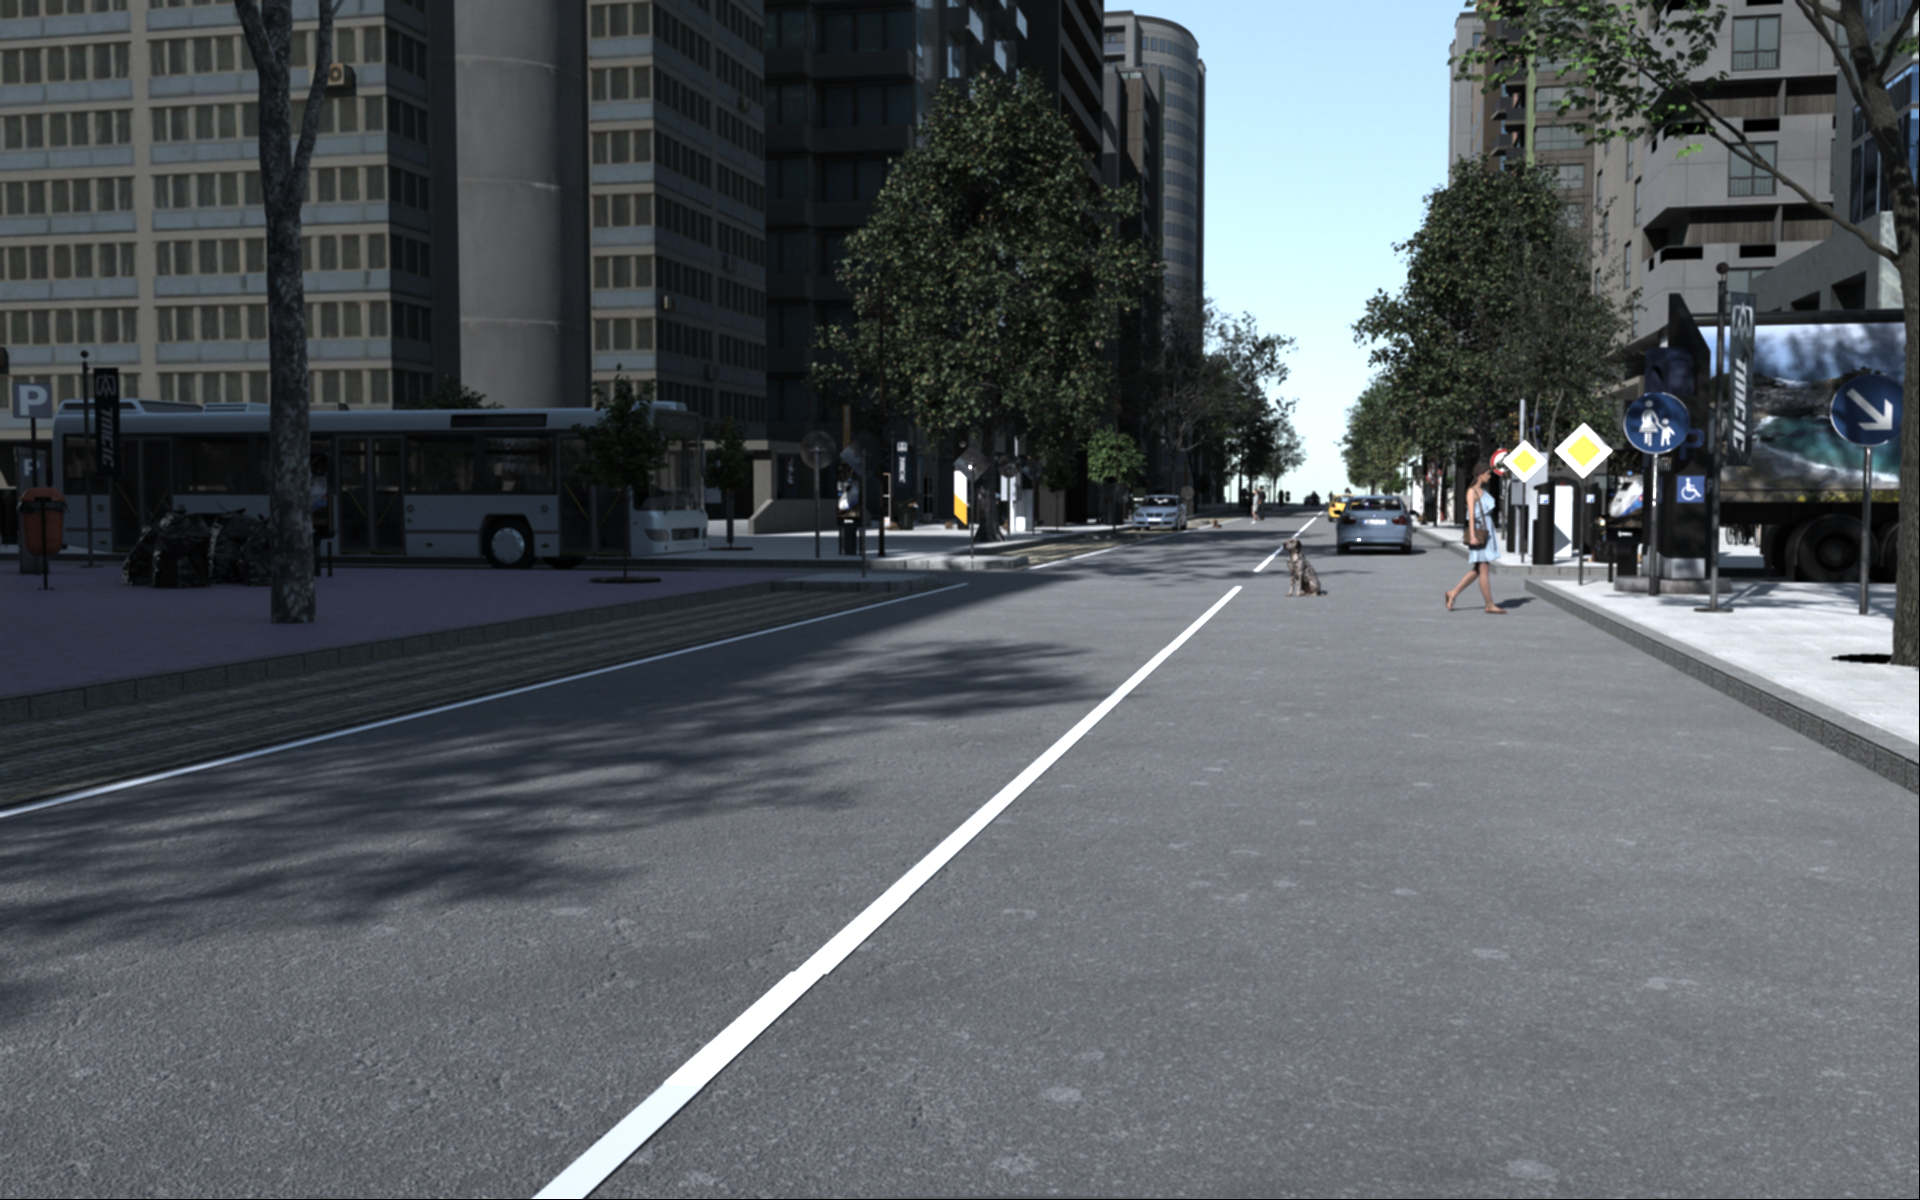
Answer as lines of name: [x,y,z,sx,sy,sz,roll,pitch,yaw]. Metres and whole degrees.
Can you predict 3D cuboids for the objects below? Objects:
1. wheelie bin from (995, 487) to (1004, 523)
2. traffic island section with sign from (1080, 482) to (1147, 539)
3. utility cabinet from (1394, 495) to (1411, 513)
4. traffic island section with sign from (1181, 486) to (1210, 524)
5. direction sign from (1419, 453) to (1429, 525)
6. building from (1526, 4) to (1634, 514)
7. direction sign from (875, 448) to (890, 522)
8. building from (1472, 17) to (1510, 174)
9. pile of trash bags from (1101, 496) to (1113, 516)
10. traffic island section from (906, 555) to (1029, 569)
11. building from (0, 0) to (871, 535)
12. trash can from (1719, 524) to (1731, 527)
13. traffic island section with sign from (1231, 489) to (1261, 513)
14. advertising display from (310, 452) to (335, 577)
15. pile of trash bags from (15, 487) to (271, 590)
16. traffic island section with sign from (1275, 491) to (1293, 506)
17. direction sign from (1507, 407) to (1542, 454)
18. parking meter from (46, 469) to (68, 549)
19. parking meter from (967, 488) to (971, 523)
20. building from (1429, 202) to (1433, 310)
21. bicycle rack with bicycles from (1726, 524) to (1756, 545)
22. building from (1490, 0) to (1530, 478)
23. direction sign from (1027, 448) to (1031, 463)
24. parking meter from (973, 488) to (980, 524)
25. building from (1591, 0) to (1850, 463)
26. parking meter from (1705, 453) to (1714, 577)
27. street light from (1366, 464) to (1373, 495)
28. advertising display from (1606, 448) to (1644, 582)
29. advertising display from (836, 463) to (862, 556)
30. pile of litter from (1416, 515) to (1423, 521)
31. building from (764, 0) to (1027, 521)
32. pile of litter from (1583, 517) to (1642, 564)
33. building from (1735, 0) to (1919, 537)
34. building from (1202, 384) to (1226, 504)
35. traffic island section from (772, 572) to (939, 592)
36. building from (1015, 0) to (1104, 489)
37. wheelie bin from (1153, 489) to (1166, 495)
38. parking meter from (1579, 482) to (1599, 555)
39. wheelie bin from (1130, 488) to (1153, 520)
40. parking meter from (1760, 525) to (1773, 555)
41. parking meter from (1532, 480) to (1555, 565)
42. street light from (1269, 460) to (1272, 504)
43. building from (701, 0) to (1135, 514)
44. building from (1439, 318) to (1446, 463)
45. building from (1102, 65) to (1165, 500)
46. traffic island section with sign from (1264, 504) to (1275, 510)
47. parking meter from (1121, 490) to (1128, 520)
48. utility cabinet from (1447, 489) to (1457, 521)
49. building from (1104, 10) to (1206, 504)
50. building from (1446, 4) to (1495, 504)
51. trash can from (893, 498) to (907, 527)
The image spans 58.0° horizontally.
wheelie bin: [1.492,-4.097,74.895,0.693,1.594,0.980,-2,4,-29]
traffic island section with sign: [5.012,-2.905,56.128,1.989,1.847,2.006,1,4,12]
utility cabinet: [26.510,-5.662,103.734,1.020,1.237,0.306,-2,4,-23]
traffic island section with sign: [10.950,-4.556,83.113,1.989,1.847,2.006,1,4,12]
direction sign: [19.281,-4.884,71.854,0.379,3.537,0.876,2,4,26]
building: [45.750,-26.578,118.150,14.154,41.232,14.086,1,4,12]
direction sign: [-3.584,-5.369,79.773,0.876,3.537,0.379,-3,5,-43]
building: [54.941,-31.222,160.585,14.600,45.320,14.200,1,4,12]
pile of trash bags: [8.577,-5.611,101.497,1.912,1.369,3.447,0,4,-6]
traffic island section: [0.221,-0.742,34.415,2.009,0.180,2.903,1,4,12]
building: [-20.686,-22.705,63.108,32.217,40.220,23.993,1,4,12]
trash can: [29.613,-3.379,66.903,0.748,1.137,0.748,0,3,0]
traffic island section with sign: [21.591,-7.506,131.357,1.989,1.847,2.006,1,4,12]
advertising display: [-10.169,-1.334,27.025,0.974,1.923,0.123,2,4,24]
pile of trash bags: [-11.210,-0.882,24.177,3.447,1.369,1.912,-2,4,-31]
traffic island section with sign: [39.495,-12.476,212.605,1.989,1.847,2.006,1,4,12]
direction sign: [14.712,-3.255,45.217,0.876,3.537,0.379,3,4,37]
parking meter: [-20.900,-2.105,40.129,0.399,1.863,0.255,-1,4,-15]
parking meter: [0.488,-4.147,76.216,0.372,1.533,0.369,0,3,0]
building: [74.863,-36.671,249.677,14.600,45.320,14.200,1,4,12]
bicycle rack with bicycles: [19.740,-1.923,44.819,2.925,0.926,2.852,-3,5,-43]
building: [54.363,-29.608,138.721,22.147,44.769,28.867,1,4,12]
direction sign: [3.332,-5.068,74.864,0.876,3.537,0.379,1,4,15]
parking meter: [0.828,-3.984,73.554,0.372,1.533,0.369,0,3,0]
building: [46.475,-30.198,82.972,28.713,52.752,27.495,1,4,12]
parking meter: [10.490,-1.152,24.552,0.399,1.863,0.255,-3,4,-39]
street light: [53.247,-15.381,224.260,0.468,5.910,1.993,1,4,12]
advertising display: [9.530,-1.192,24.699,0.123,1.923,0.974,-1,4,-10]
advertising display: [-2.302,-1.905,36.356,0.123,1.923,0.974,-2,4,-33]
pile of litter: [22.778,-4.290,84.098,1.719,0.858,1.176,-1,4,-19]
building: [-8.662,-29.164,96.435,23.786,49.044,30.456,1,4,12]
pile of litter: [12.336,-1.138,32.575,1.176,0.858,1.719,1,4,8]
building: [38.488,-44.778,44.789,31.000,86.520,22.319,1,4,12]
building: [22.736,-24.443,244.686,27.650,21.520,28.899,1,4,12]
traffic island section: [-1.498,-0.265,26.617,2.009,0.180,2.903,1,4,12]
building: [-1.907,-30.483,122.105,21.300,48.544,21.600,1,4,12]
wheelie bin: [12.384,-6.099,107.619,0.980,1.594,0.693,2,4,29]
parking meter: [13.389,-1.741,36.882,0.372,1.533,0.369,0,3,0]
wheelie bin: [8.803,-4.716,85.007,0.980,1.594,0.693,1,4,20]
parking meter: [17.089,-1.719,36.515,0.372,1.533,0.369,0,3,0]
parking meter: [10.555,-1.401,31.314,0.372,1.533,0.369,0,3,0]
street light: [40.737,-15.567,227.304,0.468,5.910,1.993,1,4,12]
building: [-1.847,-27.753,145.644,32.217,40.220,23.993,1,4,12]
building: [71.435,-33.722,234.942,14.154,41.232,14.086,1,4,12]
building: [11.313,-29.274,162.229,14.154,41.232,14.086,1,4,12]
traffic island section with sign: [27.399,-9.118,157.705,1.989,1.847,2.006,1,4,12]
parking meter: [8.226,-4.778,86.525,0.372,1.533,0.369,0,3,0]
utility cabinet: [24.445,-4.647,84.658,0.318,1.500,1.173,-1,4,-21]
building: [18.574,-41.146,214.737,21.231,58.520,28.212,1,4,12]
building: [70.607,-41.016,212.610,21.231,58.520,28.212,1,4,12]
trash can: [-2.220,-3.348,66.386,0.748,1.137,0.748,0,3,0]
